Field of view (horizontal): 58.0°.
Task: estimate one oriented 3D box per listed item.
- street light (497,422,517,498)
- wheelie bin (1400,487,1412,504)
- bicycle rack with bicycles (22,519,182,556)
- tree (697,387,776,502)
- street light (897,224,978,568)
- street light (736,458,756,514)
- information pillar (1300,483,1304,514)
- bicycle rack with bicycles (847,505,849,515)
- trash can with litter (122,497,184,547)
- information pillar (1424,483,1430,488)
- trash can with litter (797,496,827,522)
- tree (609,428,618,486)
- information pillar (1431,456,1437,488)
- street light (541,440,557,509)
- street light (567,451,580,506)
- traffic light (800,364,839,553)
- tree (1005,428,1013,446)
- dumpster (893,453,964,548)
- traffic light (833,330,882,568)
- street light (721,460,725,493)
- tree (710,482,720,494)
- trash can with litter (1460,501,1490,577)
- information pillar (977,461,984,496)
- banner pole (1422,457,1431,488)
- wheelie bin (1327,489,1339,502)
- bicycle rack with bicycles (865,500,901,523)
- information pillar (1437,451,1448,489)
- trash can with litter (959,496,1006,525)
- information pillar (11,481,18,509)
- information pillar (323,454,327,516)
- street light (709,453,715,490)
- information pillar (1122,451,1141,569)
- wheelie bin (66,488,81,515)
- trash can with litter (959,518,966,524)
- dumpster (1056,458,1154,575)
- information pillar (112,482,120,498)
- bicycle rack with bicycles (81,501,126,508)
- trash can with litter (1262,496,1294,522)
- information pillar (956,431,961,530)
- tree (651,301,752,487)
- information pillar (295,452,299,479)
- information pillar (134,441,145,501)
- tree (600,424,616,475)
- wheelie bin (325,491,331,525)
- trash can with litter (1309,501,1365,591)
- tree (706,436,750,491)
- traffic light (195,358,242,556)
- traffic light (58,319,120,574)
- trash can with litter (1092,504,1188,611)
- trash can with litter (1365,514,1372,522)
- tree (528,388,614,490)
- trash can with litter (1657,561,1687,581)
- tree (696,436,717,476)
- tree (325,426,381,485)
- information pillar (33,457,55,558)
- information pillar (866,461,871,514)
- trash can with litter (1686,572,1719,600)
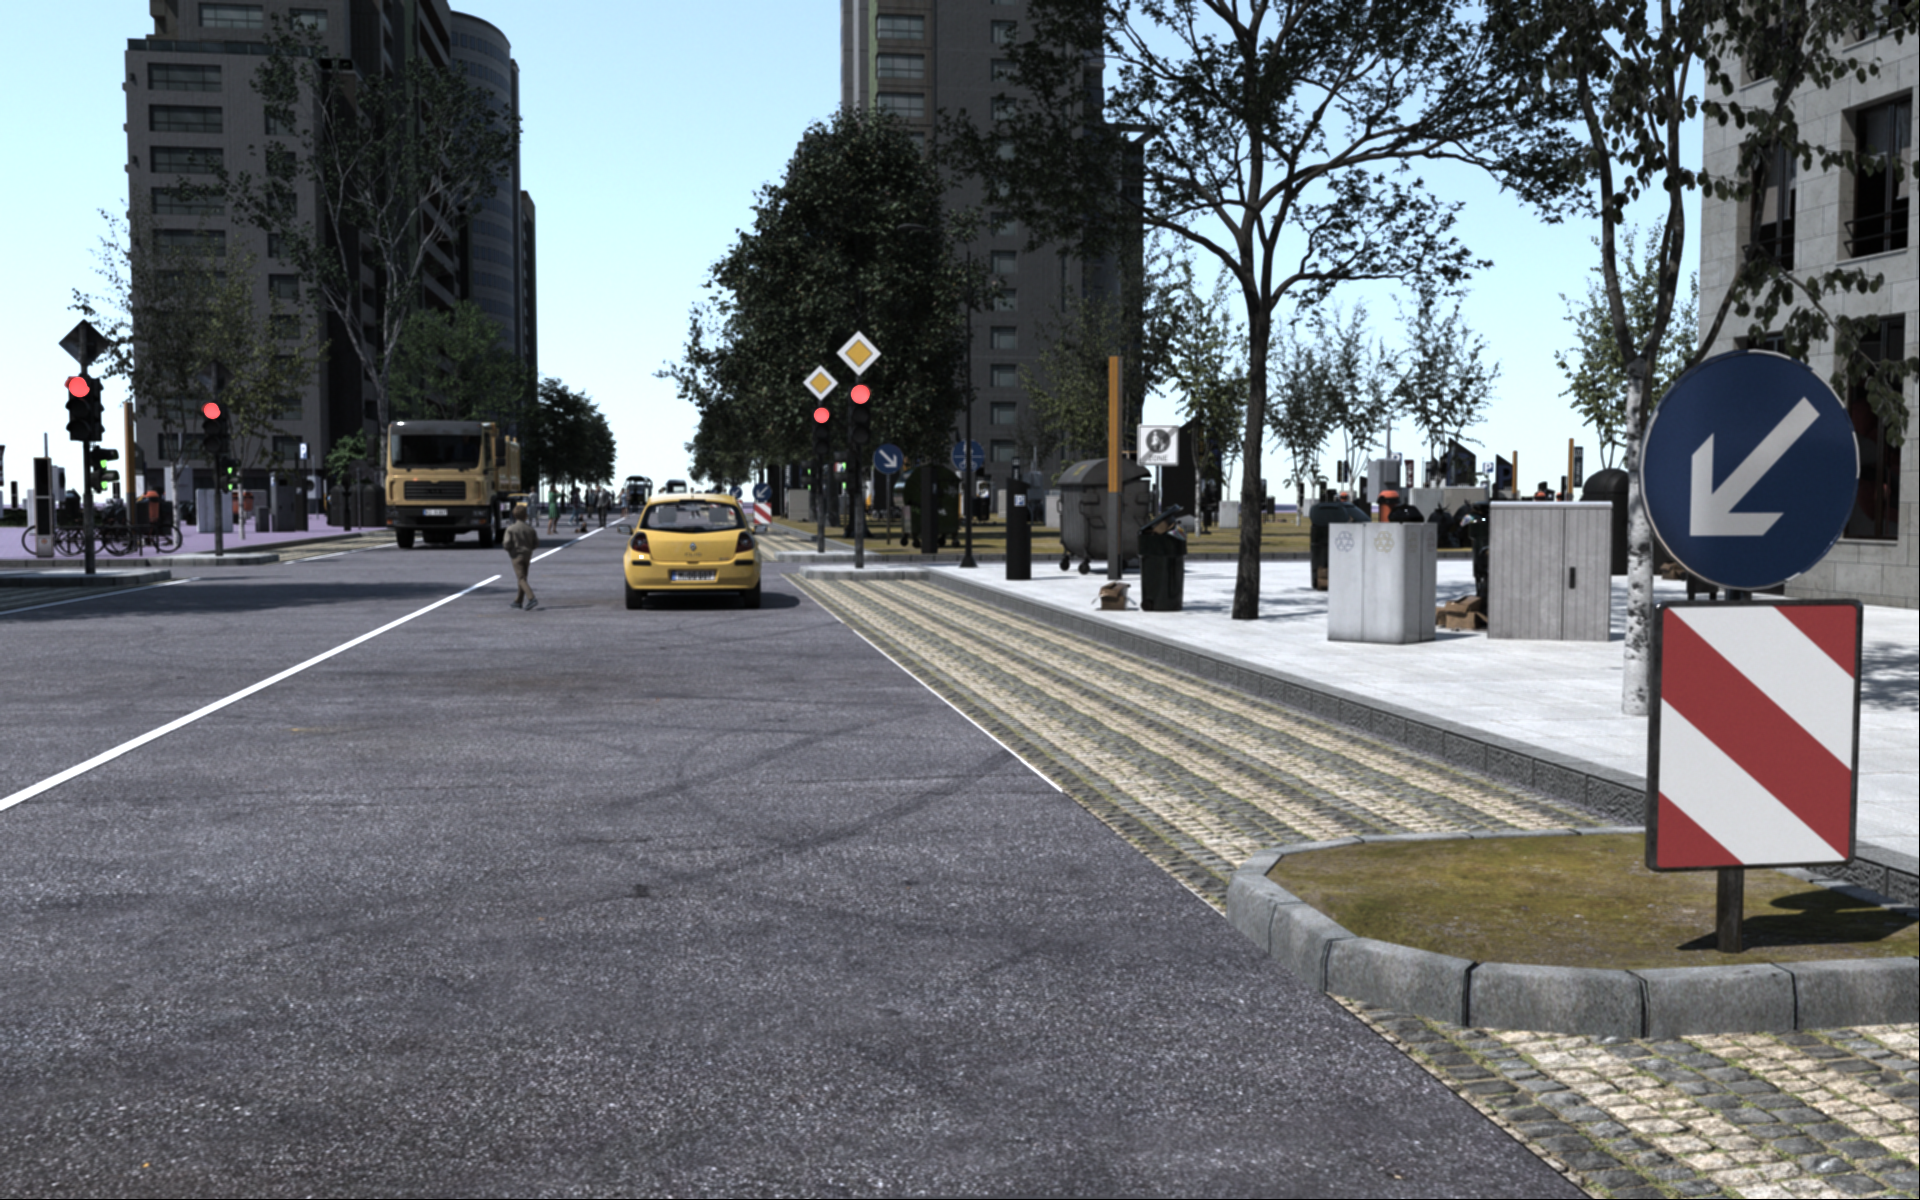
[{"bbox_3d":[-29.142,-8.486,111.284,1.470,5.913,1.316,-1,4,-9],"label":"street light"},{"bbox_3d":[20.290,-4.349,79.021,0.980,1.594,0.693,0,4,-3],"label":"wheelie bin"},{"bbox_3d":[-18.196,-1.415,36.516,2.925,0.926,2.852,-1,4,-13],"label":"bicycle rack with bicycles"},{"bbox_3d":[-13.811,-11.239,118.168,8.767,10.594,7.601,0,4,-4],"label":"tree"},{"bbox_3d":[-0.385,-3.516,30.035,1.470,5.913,1.316,-1,4,-9],"label":"street light"},{"bbox_3d":[-13.990,-8.636,113.734,1.470,5.913,1.316,-1,4,-9],"label":"street light"},{"bbox_3d":[22.107,-6.576,112.008,0.304,2.012,0.304,0,4,8],"label":"information pillar"},{"bbox_3d":[-5.535,-5.433,102.216,2.925,0.926,2.852,-1,4,-16],"label":"bicycle rack with bicycles"},{"bbox_3d":[-20.071,-1.967,43.225,1.678,1.210,2.233,1,4,10],"label":"trash can with litter"},{"bbox_3d":[31.406,-6.858,116.617,0.304,2.012,0.304,0,4,-5],"label":"information pillar"},{"bbox_3d":[-6.800,-4.281,81.054,2.233,1.210,1.678,-3,5,-39],"label":"trash can with litter"},{"bbox_3d":[-54.189,-20.770,257.709,7.486,12.596,7.792,0,3,0],"label":"tree"},{"bbox_3d":[28.295,-6.847,103.307,0.504,3.616,0.183,3,5,42],"label":"information pillar"},{"bbox_3d":[-35.121,-10.733,148.024,1.470,5.913,1.316,-1,4,-9],"label":"street light"},{"bbox_3d":[-41.295,-12.987,184.882,1.470,5.913,1.316,-1,4,-9],"label":"street light"},{"bbox_3d":[-3.049,-2.984,37.704,0.839,4.253,0.868,-1,4,-9],"label":"traffic light"},{"bbox_3d":[5.062,-9.857,111.520,4.360,8.622,3.978,0,3,0],"label":"tree"},{"bbox_3d":[-0.749,-2.402,41.763,1.502,2.255,1.985,-1,4,-9],"label":"dumpster"},{"bbox_3d":[-1.759,-2.502,29.823,0.839,4.253,0.868,-1,4,-9],"label":"traffic light"},{"bbox_3d":[-20.039,-10.903,150.802,1.470,5.913,1.316,-1,4,-9],"label":"street light"},{"bbox_3d":[-34.248,-15.296,244.687,1.663,3.219,1.824,0,3,0],"label":"tree"},{"bbox_3d":[8.286,-0.936,26.683,1.055,1.170,0.624,-2,4,-28],"label":"trash can with litter"},{"bbox_3d":[1.313,-7.195,108.985,0.504,3.616,0.183,0,4,7],"label":"information pillar"},{"bbox_3d":[31.536,-7.778,117.186,0.863,3.779,0.401,0,3,0],"label":"banner pole"},{"bbox_3d":[23.921,-6.324,111.301,0.980,1.594,0.693,-1,4,-12],"label":"wheelie bin"},{"bbox_3d":[-2.681,-3.948,77.925,2.925,0.926,2.852,-1,4,-21],"label":"bicycle rack with bicycles"},{"bbox_3d":[25.768,-6.162,92.104,0.504,3.616,0.183,1,4,23],"label":"information pillar"},{"bbox_3d":[0.877,-3.705,71.635,2.233,1.210,1.678,3,4,39],"label":"trash can with litter"},{"bbox_3d":[-53.464,-5.716,97.943,0.304,2.012,0.304,-1,4,-20],"label":"information pillar"},{"bbox_3d":[-36.725,-6.657,100.193,0.183,3.616,0.504,-1,4,-14],"label":"information pillar"},{"bbox_3d":[-27.545,-13.682,196.242,1.470,5.913,1.316,-1,4,-9],"label":"street light"},{"bbox_3d":[2.911,-1.551,29.851,0.304,2.012,0.304,-3,4,-36],"label":"information pillar"},{"bbox_3d":[-43.427,-4.706,84.848,0.693,1.594,0.980,-2,4,-25],"label":"wheelie bin"},{"bbox_3d":[-0.184,-3.815,73.761,1.055,1.170,0.624,2,4,32],"label":"trash can with litter"},{"bbox_3d":[2.367,-1.377,28.277,1.264,1.857,1.865,-1,4,-9],"label":"dumpster"},{"bbox_3d":[-50.697,-6.092,104.101,0.304,2.012,0.304,1,4,13],"label":"information pillar"},{"bbox_3d":[-43.258,-4.593,88.481,2.925,0.926,2.852,1,4,12],"label":"bicycle rack with bicycles"},{"bbox_3d":[14.419,-4.185,79.484,1.678,1.210,2.233,-2,4,-29],"label":"trash can with litter"},{"bbox_3d":[-0.058,-4.321,62.007,0.183,3.616,0.504,-1,4,-13],"label":"information pillar"},{"bbox_3d":[-23.856,-19.315,171.681,12.611,20.169,13.585,0,3,0],"label":"tree"},{"bbox_3d":[-36.891,-6.428,96.459,0.183,3.616,0.504,0,4,-8],"label":"information pillar"},{"bbox_3d":[-36.407,-5.227,76.816,0.504,3.616,0.183,1,4,13],"label":"information pillar"},{"bbox_3d":[-50.510,-18.975,235.993,9.928,11.665,9.643,0,3,0],"label":"tree"},{"bbox_3d":[-25.633,-3.860,71.019,0.693,1.594,0.980,-1,4,-14],"label":"wheelie bin"},{"bbox_3d":[5.031,-0.730,23.321,0.624,1.170,1.055,0,4,7],"label":"trash can with litter"},{"bbox_3d":[-20.117,-12.505,154.813,4.360,8.622,3.978,0,3,0],"label":"tree"},{"bbox_3d":[-15.295,-2.861,35.690,0.839,4.253,0.868,-1,4,-9],"label":"traffic light"},{"bbox_3d":[-14.005,-2.379,27.810,0.839,4.253,0.868,-1,4,-9],"label":"traffic light"},{"bbox_3d":[1.980,-0.468,19.046,1.055,1.170,0.624,1,4,12],"label":"trash can with litter"},{"bbox_3d":[6.234,-0.934,26.654,0.624,1.170,1.055,-3,4,-39],"label":"trash can with litter"},{"bbox_3d":[-46.232,-18.336,206.444,9.857,13.997,8.962,0,3,0],"label":"tree"},{"bbox_3d":[10.770,-0.872,25.639,0.624,1.170,1.055,-1,4,-20],"label":"trash can with litter"},{"bbox_3d":[-35.847,-20.247,256.789,9.928,11.665,9.643,0,3,0],"label":"tree"},{"bbox_3d":[-28.914,-6.119,83.765,4.285,4.588,4.351,0,3,0],"label":"tree"},{"bbox_3d":[-18.409,-1.854,34.805,0.304,2.012,0.304,-1,4,-22],"label":"information pillar"},{"bbox_3d":[-5.805,-7.246,109.823,0.183,3.616,0.504,-3,5,-40],"label":"information pillar"},{"bbox_3d":[7.461,-0.349,16.761,2.233,1.210,1.678,-3,5,-44],"label":"trash can with litter"}]
